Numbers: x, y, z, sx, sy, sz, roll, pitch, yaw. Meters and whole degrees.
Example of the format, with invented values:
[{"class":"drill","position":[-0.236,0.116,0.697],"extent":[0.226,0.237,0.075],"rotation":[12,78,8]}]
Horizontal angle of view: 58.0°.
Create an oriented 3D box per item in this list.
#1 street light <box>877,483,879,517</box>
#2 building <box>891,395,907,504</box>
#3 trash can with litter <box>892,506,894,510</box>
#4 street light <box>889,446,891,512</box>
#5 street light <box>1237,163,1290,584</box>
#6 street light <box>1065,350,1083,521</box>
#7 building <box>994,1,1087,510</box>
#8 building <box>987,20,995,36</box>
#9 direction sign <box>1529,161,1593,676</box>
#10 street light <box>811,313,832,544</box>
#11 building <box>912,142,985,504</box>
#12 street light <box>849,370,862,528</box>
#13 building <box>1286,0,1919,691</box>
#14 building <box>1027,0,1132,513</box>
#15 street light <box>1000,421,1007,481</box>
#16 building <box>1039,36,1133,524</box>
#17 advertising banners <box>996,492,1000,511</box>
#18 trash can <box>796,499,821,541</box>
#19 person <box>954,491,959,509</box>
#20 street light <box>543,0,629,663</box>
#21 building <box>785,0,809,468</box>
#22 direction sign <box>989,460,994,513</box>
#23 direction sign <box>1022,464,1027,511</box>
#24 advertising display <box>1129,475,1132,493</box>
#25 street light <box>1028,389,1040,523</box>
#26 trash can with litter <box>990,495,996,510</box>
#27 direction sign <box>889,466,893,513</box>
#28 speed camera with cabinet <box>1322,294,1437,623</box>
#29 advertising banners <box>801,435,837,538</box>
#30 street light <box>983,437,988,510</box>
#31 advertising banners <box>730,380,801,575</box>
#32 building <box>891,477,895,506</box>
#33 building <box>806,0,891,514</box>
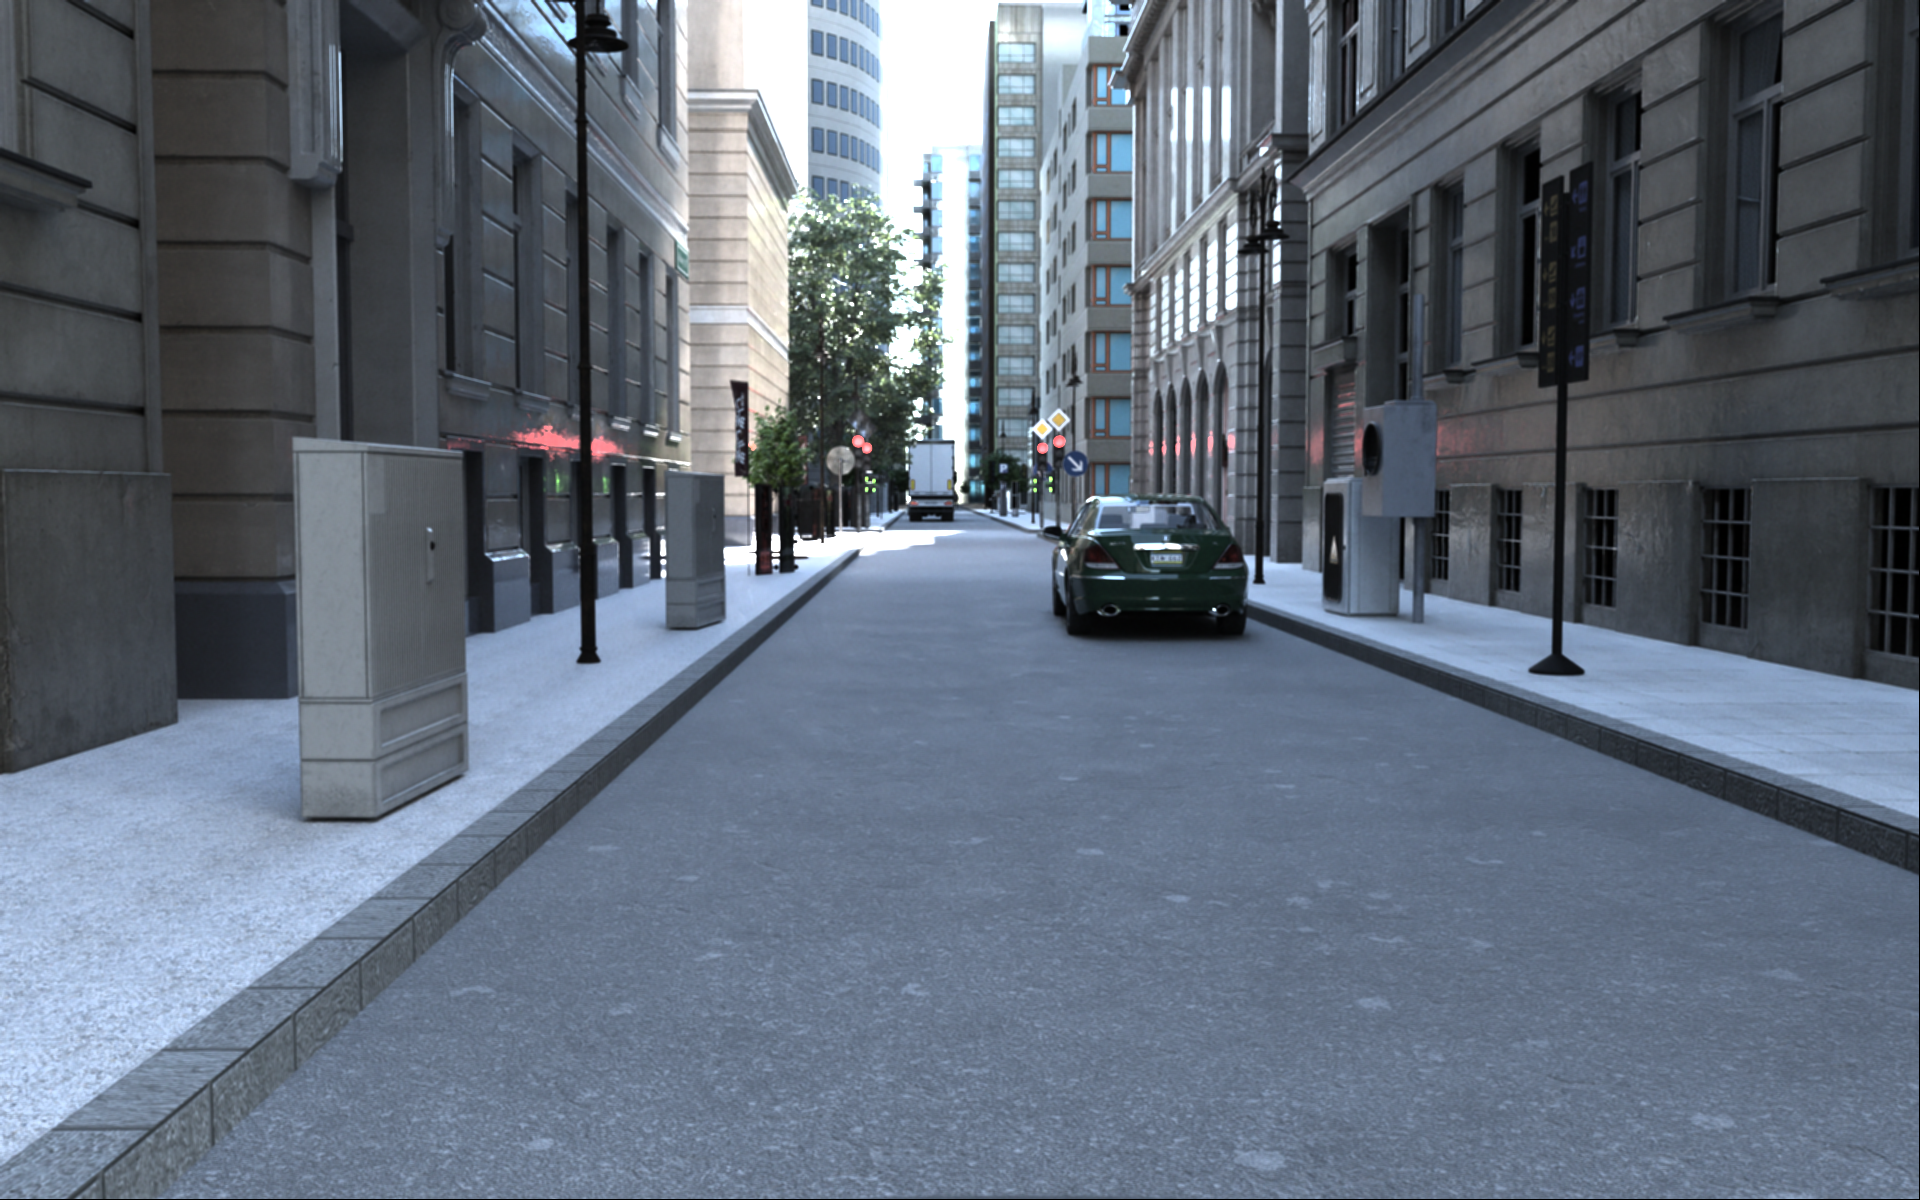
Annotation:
[{"class":"street light","position":[-4.542,-7.521,95.752],"extent":[0.468,5.910,1.993],"rotation":[0,4,-1]},{"class":"building","position":[-22.734,-56.257,232.481],"extent":[31.000,86.520,22.319],"rotation":[0,4,-1]},{"class":"trash can with litter","position":[-5.671,-7.806,139.008],"extent":[1.055,1.170,0.624],"rotation":[-1,4,-13]},{"class":"street light","position":[-5.102,-9.418,126.772],"extent":[0.468,5.910,1.993],"rotation":[0,4,-1]},{"class":"street light","position":[4.288,-3.173,24.660],"extent":[0.468,5.910,1.993],"rotation":[0,4,-1]},{"class":"street light","position":[3.676,-5.083,55.892],"extent":[0.468,5.910,1.993],"rotation":[0,4,-1]},{"class":"building","position":[9.901,-28.419,148.237],"extent":[14.154,41.232,14.086],"rotation":[0,4,-1]},{"class":"building","position":[9.331,-31.322,162.220],"extent":[14.600,45.320,14.200],"rotation":[0,4,-1]},{"class":"direction sign","position":[4.279,-1.243,12.316],"extent":[0.379,3.537,0.876],"rotation":[0,4,-2]},{"class":"street light","position":[-3.540,-4.383,44.445],"extent":[0.468,5.910,1.993],"rotation":[0,4,-1]},{"class":"building","position":[8.783,-37.661,235.370],"extent":[30.456,49.044,23.786],"rotation":[0,4,-1]},{"class":"street light","position":[-3.865,-5.608,64.471],"extent":[0.468,5.910,1.993],"rotation":[0,4,-1]},{"class":"building","position":[13.386,-11.103,14.820],"extent":[16.112,22.955,30.059],"rotation":[0,4,-1]},{"class":"building","position":[16.357,-48.647,108.054],"extent":[22.319,86.520,31.000],"rotation":[0,4,-1]},{"class":"street light","position":[2.654,-8.214,107.078],"extent":[0.468,5.910,1.993],"rotation":[0,4,-1]},{"class":"building","position":[19.012,-14.355,79.743],"extent":[28.899,21.520,27.650],"rotation":[0,4,-1]},{"class":"advertising banners","position":[2.956,-8.234,130.820],"extent":[0.090,3.025,2.074],"rotation":[1,4,14]},{"class":"trash can","position":[-4.119,-2.194,47.527],"extent":[0.748,1.137,0.748],"rotation":[0,3,0]},{"class":"person","position":[-0.347,-9.512,164.547],"extent":[0.617,1.759,0.750],"rotation":[-1,4,-16]},{"class":"street light","position":[-2.830,-2.461,13.024],"extent":[0.468,5.910,1.993],"rotation":[0,4,-1]},{"class":"building","position":[-14.859,-26.559,84.348],"extent":[14.600,45.320,14.200],"rotation":[0,4,-1]},{"class":"direction sign","position":[2.133,-7.624,116.642],"extent":[0.379,3.537,0.876],"rotation":[1,4,22]},{"class":"direction sign","position":[5.087,-8.490,130.806],"extent":[0.876,3.537,0.379],"rotation":[0,4,4]},{"class":"advertising display","position":[6.074,-3.182,57.236],"extent":[0.974,1.923,0.123],"rotation":[1,4,14]},{"class":"street light","position":[3.219,-6.316,76.059],"extent":[0.468,5.910,1.993],"rotation":[0,4,-1]},{"class":"trash can with litter","position":[2.878,-7.734,137.844],"extent":[0.624,1.170,1.055],"rotation":[3,5,39]},{"class":"direction sign","position":[-4.640,-7.611,116.444],"extent":[0.379,3.537,0.876],"rotation":[0,4,-3]},{"class":"speed camera with cabinet","position":[4.316,-1.444,17.947],"extent":[0.660,3.252,2.038],"rotation":[0,4,-4]},{"class":"advertising banners","position":[-4.204,-3.345,50.882],"extent":[0.090,3.025,2.074],"rotation":[-3,4,-36]},{"class":"street light","position":[2.030,-10.165,138.978],"extent":[0.468,5.910,1.993],"rotation":[0,4,-1]},{"class":"advertising banners","position":[-3.112,-1.919,27.564],"extent":[0.090,3.025,2.074],"rotation":[2,4,23]},{"class":"building","position":[-22.955,-29.830,179.605],"extent":[32.217,40.220,23.993],"rotation":[0,4,-1]},{"class":"building","position":[-15.601,-35.296,119.090],"extent":[21.231,58.520,28.212],"rotation":[0,4,-1]}]
